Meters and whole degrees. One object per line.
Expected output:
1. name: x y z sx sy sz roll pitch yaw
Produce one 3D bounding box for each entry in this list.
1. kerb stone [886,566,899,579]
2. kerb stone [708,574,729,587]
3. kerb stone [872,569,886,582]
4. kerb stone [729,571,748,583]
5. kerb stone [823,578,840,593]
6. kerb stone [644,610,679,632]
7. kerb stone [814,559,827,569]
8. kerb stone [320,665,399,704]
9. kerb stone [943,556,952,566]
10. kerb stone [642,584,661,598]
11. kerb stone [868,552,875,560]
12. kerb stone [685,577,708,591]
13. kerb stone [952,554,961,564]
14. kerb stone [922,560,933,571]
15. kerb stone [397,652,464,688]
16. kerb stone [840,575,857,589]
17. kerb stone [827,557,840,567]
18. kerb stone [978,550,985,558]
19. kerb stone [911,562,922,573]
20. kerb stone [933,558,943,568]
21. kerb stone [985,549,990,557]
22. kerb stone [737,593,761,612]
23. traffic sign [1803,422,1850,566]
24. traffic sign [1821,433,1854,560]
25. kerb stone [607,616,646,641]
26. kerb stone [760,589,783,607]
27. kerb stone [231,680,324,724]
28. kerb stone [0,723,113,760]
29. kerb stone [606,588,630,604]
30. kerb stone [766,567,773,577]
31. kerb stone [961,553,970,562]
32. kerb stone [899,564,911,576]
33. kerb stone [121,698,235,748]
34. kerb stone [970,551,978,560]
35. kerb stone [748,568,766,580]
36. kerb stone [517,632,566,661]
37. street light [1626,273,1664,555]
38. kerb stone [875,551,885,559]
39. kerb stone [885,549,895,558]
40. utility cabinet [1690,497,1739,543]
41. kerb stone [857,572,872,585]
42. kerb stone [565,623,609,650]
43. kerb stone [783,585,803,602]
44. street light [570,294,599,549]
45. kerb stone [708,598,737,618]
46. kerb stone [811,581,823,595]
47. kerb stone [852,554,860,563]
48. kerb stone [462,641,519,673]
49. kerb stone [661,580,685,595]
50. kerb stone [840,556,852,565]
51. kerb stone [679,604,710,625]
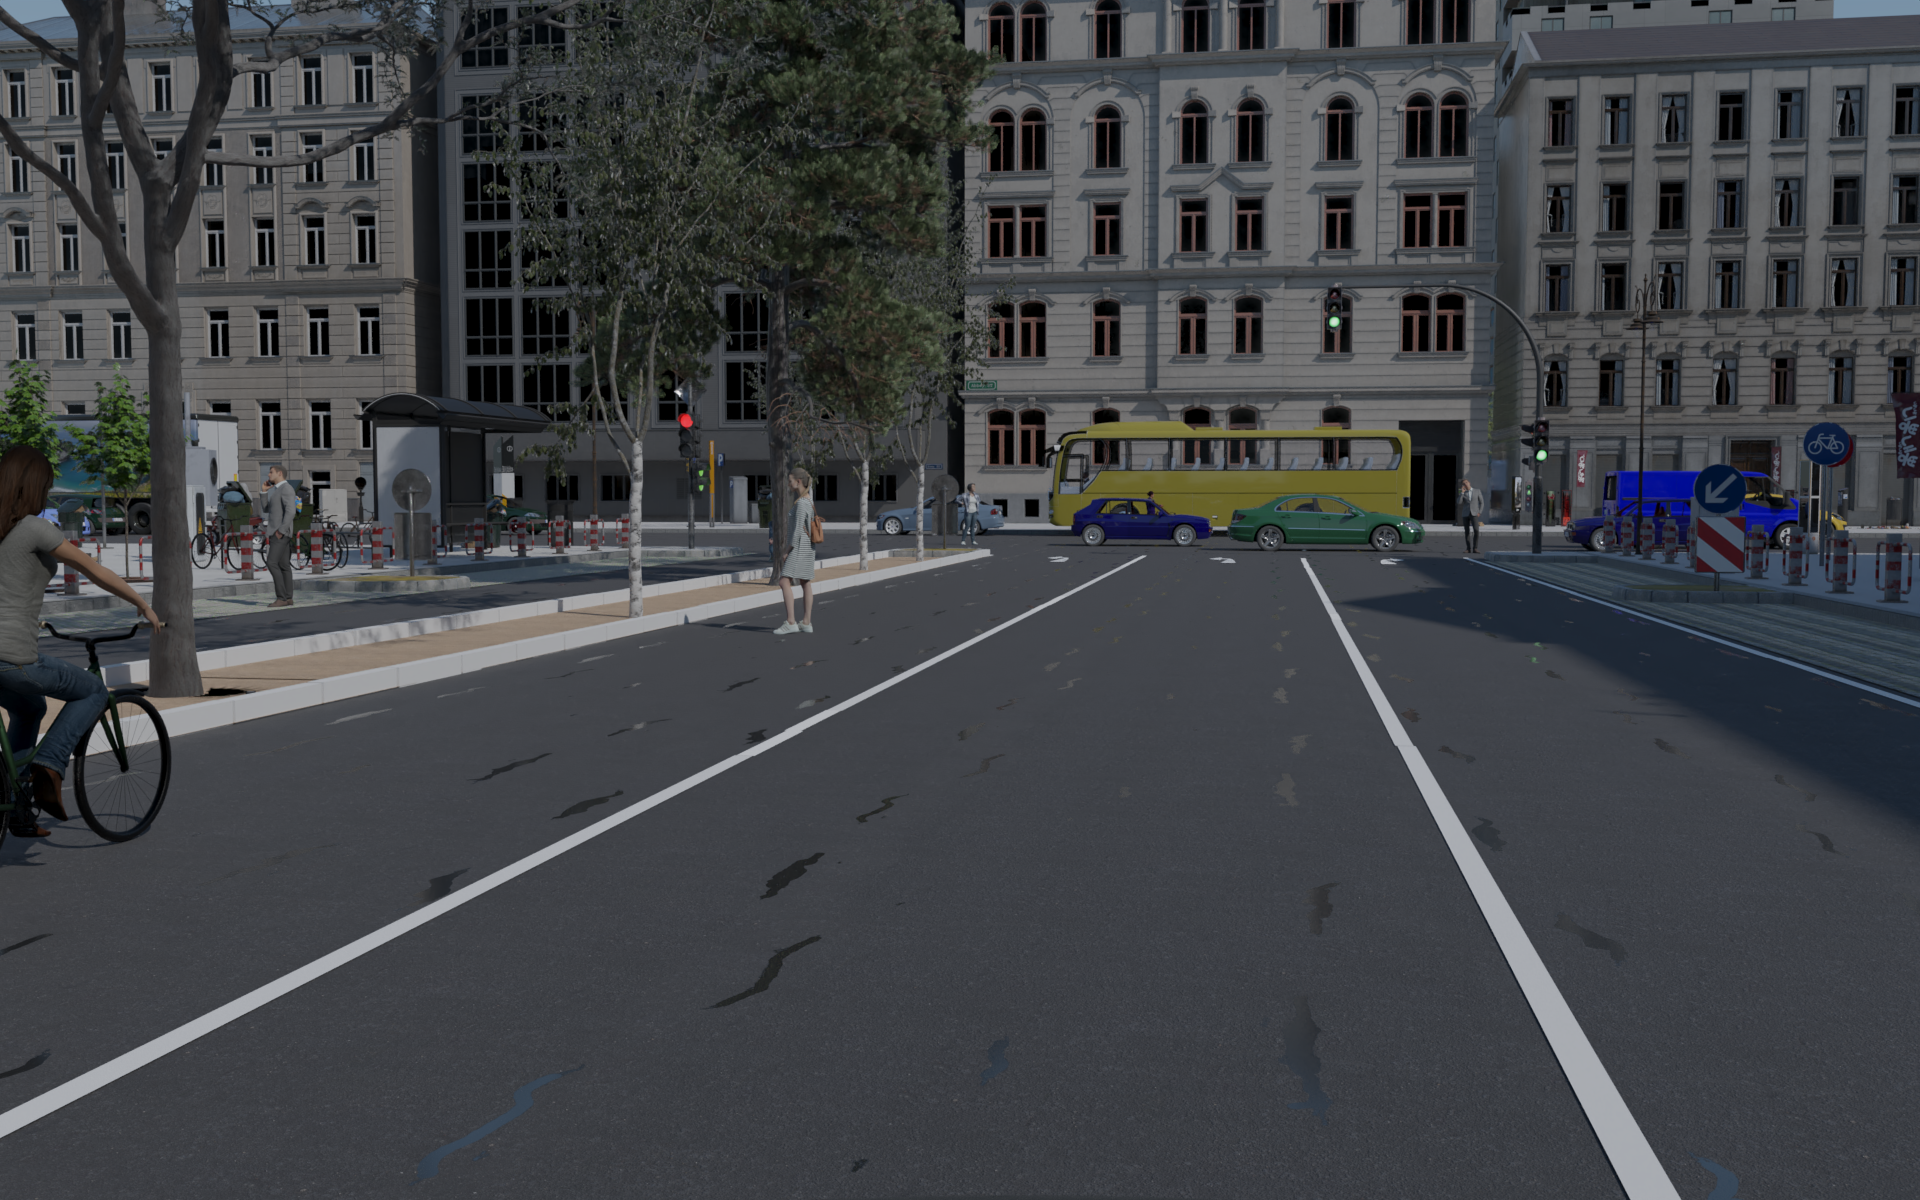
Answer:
1. kerb stone: -1.247 -0.447 29.511 0.120 0.150 1.000 1 4 10
2. kerb stone: -3.846 -0.288 26.901 0.120 0.150 1.000 1 4 10
3. kerb stone: -1.421 -0.386 28.501 0.120 0.150 1.000 1 4 10
4. kerb stone: -3.667 -0.350 27.914 0.120 0.150 1.000 1 4 10
5. kerb stone: -1.975 -0.200 25.462 0.120 0.150 1.000 1 4 10
6. kerb stone: -3.234 0.236 18.382 0.120 0.150 1.000 1 4 10
7. kerb stone: -2.757 -0.659 32.969 0.120 0.150 1.000 1 4 10
8. kerb stone: -4.309 0.605 12.312 0.120 0.150 1.000 1 4 10
9. kerb stone: -0.349 -0.755 34.571 0.120 0.150 1.000 1 4 10
10. kerb stone: -4.390 -0.102 23.866 0.120 0.150 1.000 1 4 10
11. kerb stone: -2.051 -0.907 37.027 0.120 0.150 1.000 1 4 10
12. kerb stone: -4.026 -0.226 25.892 0.120 0.150 1.000 1 4 10
13. kerb stone: -0.173 -0.819 35.581 0.120 0.150 1.000 1 4 10
14. kerb stone: -0.704 -0.633 32.544 0.120 0.150 1.000 1 4 10
15. kerb stone: -4.121 0.543 13.319 0.120 0.150 1.000 1 4 10
16. kerb stone: -1.787 -0.260 26.476 0.120 0.150 1.000 1 4 10
17. kerb stone: -2.588 -0.718 33.984 0.120 0.150 1.000 1 4 10
18. kerb stone: 0.360 -1.002 38.617 0.120 0.150 1.000 1 4 10
19. kerb stone: -0.888 -0.571 31.536 0.120 0.150 1.000 1 4 10
20. kerb stone: -0.531 -0.695 33.561 0.120 0.150 1.000 1 4 10
21. kerb stone: 0.548 -1.066 39.624 0.120 0.150 1.000 1 4 10
22. kerb stone: -2.690 0.048 21.413 0.120 0.150 1.000 1 4 10
23. traffic sign: 15.329 -1.873 30.733 0.768 2.556 0.104 1 4 12
24. traffic sign: 16.798 -2.038 33.431 0.768 2.556 0.104 1 4 15
25. kerb stone: -3.409 0.295 17.372 0.120 0.150 1.000 1 4 10
26. kerb stone: -2.514 -0.014 22.423 0.120 0.150 1.000 1 4 10
27. kerb stone: -4.489 0.670 11.299 0.120 0.150 1.000 1 4 10
28. kerb stone: -4.852 0.792 9.273 0.120 0.150 1.000 1 4 10
29. kerb stone: -4.562 -0.036 22.848 0.120 0.150 1.000 1 4 10
30. kerb stone: -3.305 -0.474 29.938 0.120 0.150 1.000 1 4 10
31. kerb stone: 0.013 -0.881 36.595 0.120 0.150 1.000 1 4 10
32. kerb stone: -1.067 -0.509 30.524 0.120 0.150 1.000 1 4 10
33. kerb stone: -4.666 0.729 10.281 0.120 0.150 1.000 1 4 10
34. kerb stone: 0.192 -0.935 37.604 0.120 0.150 1.000 1 4 10
35. kerb stone: -3.487 -0.412 28.929 0.120 0.150 1.000 1 4 10
36. kerb stone: -3.768 0.419 15.348 0.120 0.150 1.000 1 4 10
37. street light: 14.370 -3.895 36.478 0.468 5.910 1.993 1 4 10
38. kerb stone: -1.872 -0.969 38.037 0.120 0.150 1.000 1 4 10
39. kerb stone: -1.686 -1.027 39.050 0.120 0.150 1.000 1 4 10
40. utility cabinet: 15.946 -1.555 36.589 1.020 1.237 0.306 -1 4 -16
41. kerb stone: -1.606 -0.324 27.493 0.120 0.150 1.000 1 4 10
42. kerb stone: -3.586 0.357 16.363 0.120 0.150 1.000 1 4 10
43. kerb stone: -2.334 -0.075 23.432 0.120 0.150 1.000 1 4 10
44. street light: -8.459 -4.111 40.011 0.468 5.910 1.993 1 4 10
45. kerb stone: -2.870 0.110 20.404 0.120 0.150 1.000 1 4 10
46. kerb stone: -2.156 -0.137 24.441 0.120 0.150 1.000 1 4 10
47. kerb stone: -2.226 -0.839 36.009 0.120 0.150 1.000 1 4 10
48. kerb stone: -3.945 0.482 14.339 0.120 0.150 1.000 1 4 10
49. kerb stone: -4.207 -0.164 24.883 0.120 0.150 1.000 1 4 10
50. kerb stone: -2.407 -0.783 35.000 0.120 0.150 1.000 1 4 10
51. kerb stone: -3.045 0.178 19.394 0.120 0.150 1.000 1 4 10
